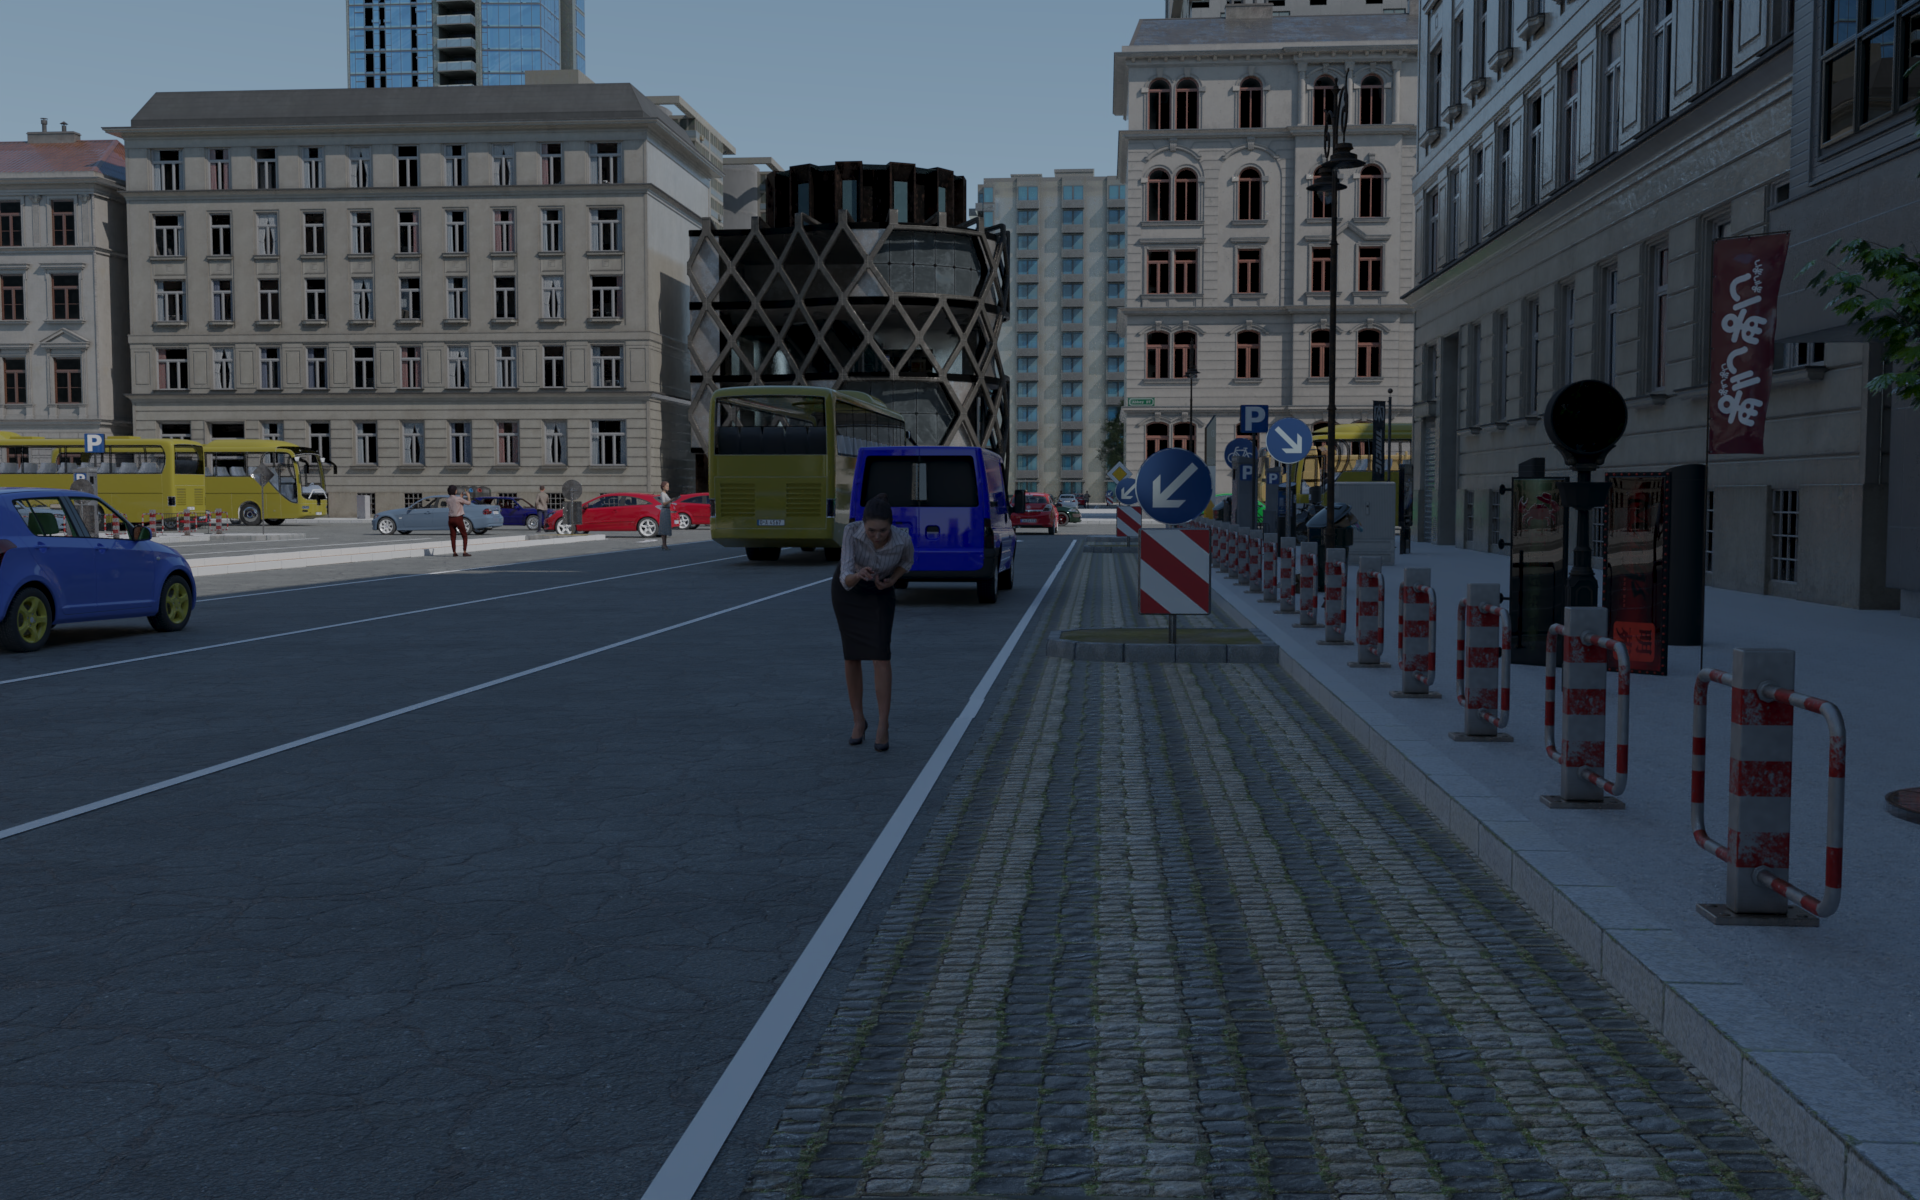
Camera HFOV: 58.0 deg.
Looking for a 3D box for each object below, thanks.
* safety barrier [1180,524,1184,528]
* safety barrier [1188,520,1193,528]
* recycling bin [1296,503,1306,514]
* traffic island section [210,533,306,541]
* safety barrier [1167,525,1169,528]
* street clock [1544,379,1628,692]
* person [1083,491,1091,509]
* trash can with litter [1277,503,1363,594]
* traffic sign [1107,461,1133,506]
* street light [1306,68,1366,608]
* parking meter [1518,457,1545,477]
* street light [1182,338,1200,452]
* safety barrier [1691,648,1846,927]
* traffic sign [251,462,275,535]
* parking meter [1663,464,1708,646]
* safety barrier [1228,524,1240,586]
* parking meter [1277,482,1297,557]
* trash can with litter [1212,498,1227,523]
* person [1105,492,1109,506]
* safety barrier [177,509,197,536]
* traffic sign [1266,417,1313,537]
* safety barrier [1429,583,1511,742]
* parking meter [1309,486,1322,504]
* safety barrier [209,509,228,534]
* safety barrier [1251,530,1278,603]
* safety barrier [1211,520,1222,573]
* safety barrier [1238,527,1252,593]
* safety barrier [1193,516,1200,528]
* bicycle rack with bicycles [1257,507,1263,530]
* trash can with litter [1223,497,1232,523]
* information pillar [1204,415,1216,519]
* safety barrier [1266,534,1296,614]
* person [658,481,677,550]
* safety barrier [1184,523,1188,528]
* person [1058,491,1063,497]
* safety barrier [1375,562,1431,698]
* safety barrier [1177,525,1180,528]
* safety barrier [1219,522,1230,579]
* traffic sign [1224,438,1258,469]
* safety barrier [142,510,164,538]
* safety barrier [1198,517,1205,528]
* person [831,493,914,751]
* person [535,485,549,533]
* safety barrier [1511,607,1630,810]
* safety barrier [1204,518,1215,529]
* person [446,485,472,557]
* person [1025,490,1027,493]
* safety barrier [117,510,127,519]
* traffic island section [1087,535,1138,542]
[{"bbox_3d":[5.266,-1.551,39.631,0.300,0.817,1.120,0,4,5],"label":"safety barrier"},{"bbox_3d":[4.944,-1.317,35.809,0.300,0.817,1.120,0,4,5],"label":"safety barrier"},{"bbox_3d":[9.103,-2.064,46.293,0.722,1.027,0.722,3,4,37],"label":"recycling bin"},{"bbox_3d":[-22.087,-1.993,54.869,2.009,0.180,2.903,0,4,5],"label":"traffic island section"},{"bbox_3d":[5.900,-2.021,47.315,0.300,0.817,1.120,0,4,5],"label":"safety barrier"},{"bbox_3d":[3.988,-0.399,11.091,0.471,2.002,0.358,0,4,8],"label":"street clock"},{"bbox_3d":[12.275,-9.663,167.020,0.617,1.759,0.750,1,4,20],"label":"person"},{"bbox_3d":[4.674,-0.682,22.533,1.055,1.170,0.624,-2,4,-32],"label":"trash can with litter"},{"bbox_3d":[4.837,-2.992,52.558,0.795,2.450,0.064,0,4,5],"label":"traffic sign"},{"bbox_3d":[4.174,-2.851,19.399,0.468,5.910,1.993,0,4,5],"label":"street light"},{"bbox_3d":[9.176,-1.354,27.854,0.255,1.863,0.399,-1,4,-21],"label":"parking meter"},{"bbox_3d":[6.854,-4.808,51.402,0.468,5.910,1.993,0,4,5],"label":"street light"},{"bbox_3d":[2.403,0.555,5.200,0.300,0.817,1.120,0,4,5],"label":"safety barrier"},{"bbox_3d":[-22.063,-3.129,54.805,0.795,2.450,0.064,0,4,5],"label":"traffic sign"},{"bbox_3d":[6.148,-0.387,14.744,0.372,1.533,0.369,0,3,0],"label":"parking meter"},{"bbox_3d":[3.993,-0.615,24.332,0.300,0.817,1.120,0,4,5],"label":"safety barrier"},{"bbox_3d":[6.649,-1.640,35.232,0.372,1.533,0.369,0,3,0],"label":"parking meter"},{"bbox_3d":[7.006,-2.185,47.113,1.055,1.170,0.624,-2,4,-26],"label":"trash can with litter"},{"bbox_3d":[16.965,-11.673,200.285,0.756,1.711,0.436,-3,5,-43],"label":"person"},{"bbox_3d":[-23.711,-2.376,53.128,0.300,0.817,1.120,0,4,5],"label":"safety barrier"},{"bbox_3d":[5.467,-1.757,28.827,0.768,2.556,0.104,1,4,12],"label":"traffic sign"},{"bbox_3d":[2.721,0.321,9.027,0.300,0.817,1.120,0,4,5],"label":"safety barrier"},{"bbox_3d":[10.861,-2.726,52.987,0.372,1.533,0.369,0,3,0],"label":"parking meter"},{"bbox_3d":[-23.553,-2.493,55.038,0.300,0.817,1.120,0,4,5],"label":"safety barrier"},{"bbox_3d":[3.677,-0.381,20.511,0.300,0.817,1.120,0,4,5],"label":"safety barrier"},{"bbox_3d":[4.313,-0.850,28.165,0.300,0.817,1.120,0,4,5],"label":"safety barrier"},{"bbox_3d":[3.832,-0.498,22.422,0.300,0.817,1.120,0,4,5],"label":"safety barrier"},{"bbox_3d":[4.786,-1.200,33.899,0.300,0.817,1.120,0,4,5],"label":"safety barrier"},{"bbox_3d":[9.450,-2.270,50.504,2.925,0.926,2.852,-2,4,-30],"label":"bicycle rack with bicycles"},{"bbox_3d":[6.666,-1.933,42.655,1.678,1.210,2.233,0,4,0],"label":"trash can with litter"},{"bbox_3d":[7.377,-3.652,51.057,0.183,3.616,0.504,3,5,43],"label":"information pillar"},{"bbox_3d":[3.521,-0.264,18.595,0.300,0.817,1.120,0,4,5],"label":"safety barrier"},{"bbox_3d":[-7.446,-2.152,44.253,0.524,1.755,0.480,0,3,0],"label":"person"},{"bbox_3d":[5.106,-1.434,37.721,0.300,0.817,1.120,0,4,5],"label":"safety barrier"},{"bbox_3d":[12.224,-12.344,209.947,0.705,1.869,1.348,-2,4,-29],"label":"person"},{"bbox_3d":[2.881,0.204,10.937,0.300,0.817,1.120,0,4,5],"label":"safety barrier"},{"bbox_3d":[5.426,-1.668,41.553,0.300,0.817,1.120,0,4,5],"label":"safety barrier"},{"bbox_3d":[4.152,-0.732,26.242,0.300,0.817,1.120,0,4,5],"label":"safety barrier"},{"bbox_3d":[6.367,-2.397,39.291,0.768,2.556,0.104,1,4,13],"label":"traffic sign"},{"bbox_3d":[-23.868,-2.259,51.211,0.300,0.817,1.120,0,4,5],"label":"safety barrier"},{"bbox_3d":[4.631,-1.083,31.988,0.300,0.817,1.120,0,4,5],"label":"safety barrier"},{"bbox_3d":[-0.510,0.122,9.689,0.628,1.438,0.799,-3,5,-41],"label":"person"},{"bbox_3d":[-15.671,-3.407,64.734,0.617,1.759,0.750,-2,4,-31],"label":"person"},{"bbox_3d":[2.562,0.438,7.111,0.300,0.817,1.120,0,4,5],"label":"safety barrier"},{"bbox_3d":[4.471,-0.967,30.078,0.300,0.817,1.120,0,4,5],"label":"safety barrier"},{"bbox_3d":[-11.488,-1.818,39.688,0.566,1.644,0.517,-2,4,-34],"label":"person"},{"bbox_3d":[6.080,-9.208,159.135,0.705,1.814,1.350,1,4,21],"label":"person"},{"bbox_3d":[-24.027,-2.142,49.301,0.300,0.817,1.120,0,4,5],"label":"safety barrier"},{"bbox_3d":[4.861,-1.856,52.633,2.009,0.180,2.903,0,4,5],"label":"traffic island section"}]
